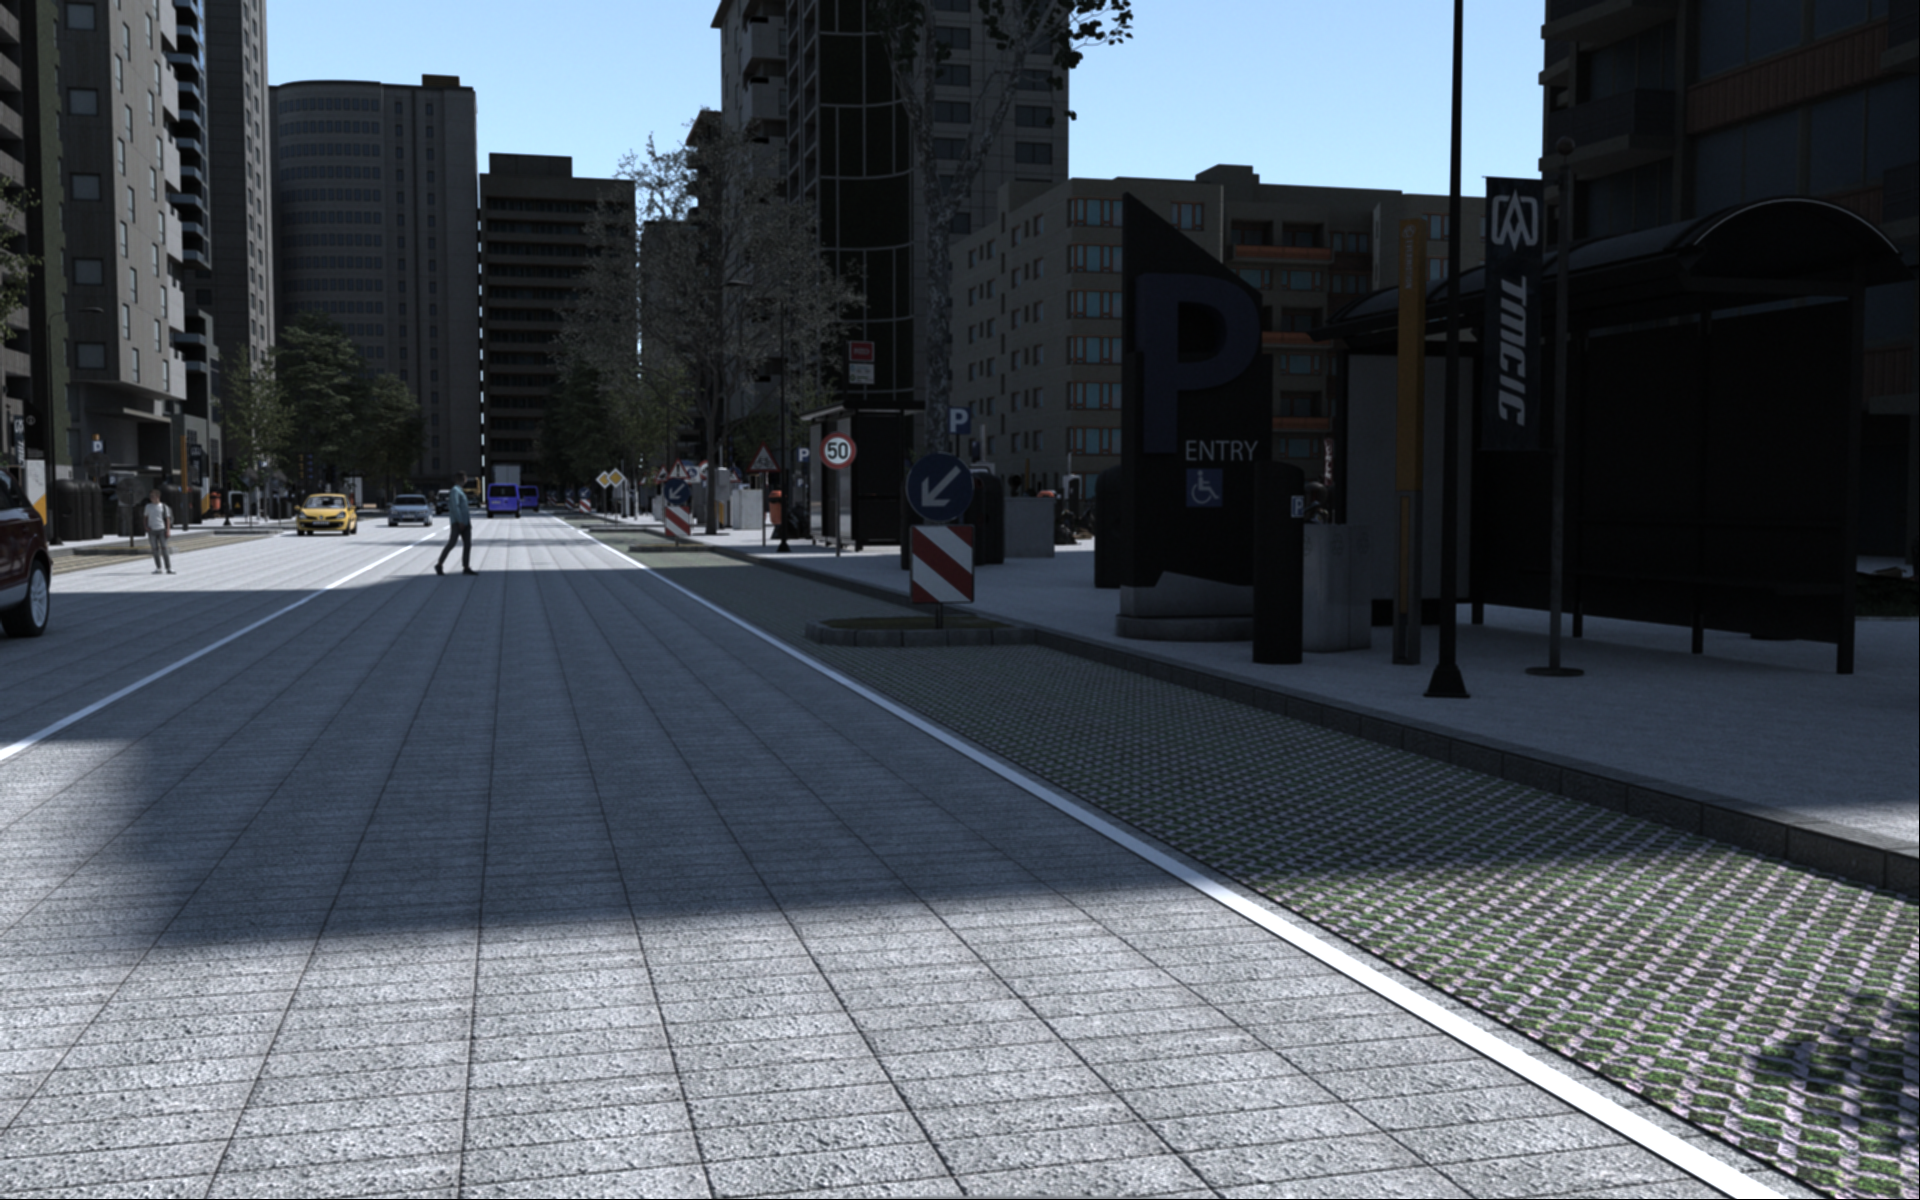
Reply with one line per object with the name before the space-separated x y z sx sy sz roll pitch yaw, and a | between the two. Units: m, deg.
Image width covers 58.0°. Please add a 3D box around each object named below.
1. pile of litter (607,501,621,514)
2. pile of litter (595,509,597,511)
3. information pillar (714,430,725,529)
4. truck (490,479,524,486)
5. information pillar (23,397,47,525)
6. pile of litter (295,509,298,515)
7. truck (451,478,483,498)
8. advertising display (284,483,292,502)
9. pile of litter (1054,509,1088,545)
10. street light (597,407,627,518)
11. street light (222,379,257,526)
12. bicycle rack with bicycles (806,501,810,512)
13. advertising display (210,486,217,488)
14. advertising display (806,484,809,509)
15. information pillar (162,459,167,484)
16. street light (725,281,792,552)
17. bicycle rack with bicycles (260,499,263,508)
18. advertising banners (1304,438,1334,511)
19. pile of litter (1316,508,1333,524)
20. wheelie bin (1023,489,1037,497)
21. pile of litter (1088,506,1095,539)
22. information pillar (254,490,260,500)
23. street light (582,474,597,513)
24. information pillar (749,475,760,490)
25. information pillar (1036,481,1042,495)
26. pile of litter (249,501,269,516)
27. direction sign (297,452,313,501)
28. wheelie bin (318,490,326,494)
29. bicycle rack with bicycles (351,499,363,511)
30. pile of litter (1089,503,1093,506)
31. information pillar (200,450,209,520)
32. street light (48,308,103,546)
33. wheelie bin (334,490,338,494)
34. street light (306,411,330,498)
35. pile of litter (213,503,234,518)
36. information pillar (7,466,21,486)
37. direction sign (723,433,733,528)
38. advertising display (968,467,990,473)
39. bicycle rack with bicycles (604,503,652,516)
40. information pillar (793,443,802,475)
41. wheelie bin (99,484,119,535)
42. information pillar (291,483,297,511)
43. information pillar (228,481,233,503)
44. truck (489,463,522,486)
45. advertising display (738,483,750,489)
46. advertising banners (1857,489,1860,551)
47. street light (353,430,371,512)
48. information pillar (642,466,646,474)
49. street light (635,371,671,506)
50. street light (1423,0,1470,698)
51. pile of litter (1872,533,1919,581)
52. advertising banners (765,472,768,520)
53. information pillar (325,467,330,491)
pile of litter | -22.179 -6.035 112.634 1.719 0.858 1.176 1 4 21
pile of litter | -27.355 -7.258 132.626 1.176 0.858 1.719 2 4 33
information pillar | -8.820 -4.374 62.868 0.504 3.616 0.183 0 4 -3
truck | -47.005 -11.218 179.335 3.469 3.379 9.791 -1 4 -13
information pillar | -22.382 -3.090 41.881 0.183 3.616 0.504 2 4 26
pile of litter | -42.027 -5.725 107.563 1.719 0.858 1.176 1 4 20
truck | -57.967 -12.737 204.166 3.469 3.379 9.791 -1 4 -14
advertising display | -38.453 -5.698 98.377 0.974 1.923 0.123 0 4 0
pile of litter | 2.193 -1.839 44.040 1.719 0.858 1.176 2 4 23
street light | -18.488 -7.330 92.392 1.470 5.913 1.316 -1 4 -14
street light | -29.079 -5.957 69.933 1.470 5.913 1.316 -1 4 -14
bicycle rack with bicycles | -7.246 -5.012 95.329 2.852 0.926 2.925 -3 5 -43
advertising display | -58.912 -8.049 136.817 0.123 1.923 0.974 0 4 2
advertising display | -10.110 -6.439 110.497 0.974 1.923 0.123 1 4 14
information pillar | -53.349 -7.633 116.160 0.504 3.616 0.183 3 5 44
street light | -4.427 -4.006 38.039 1.470 5.913 1.316 -1 4 -14
bicycle rack with bicycles | -47.863 -6.626 121.713 2.852 0.926 2.925 0 4 -3
advertising banners | 11.665 -3.719 56.988 0.090 3.025 2.074 -1 4 -23
pile of litter | 10.854 -2.349 52.374 1.719 0.858 1.176 1 4 17
wheelie bin | 4.002 -5.568 98.947 0.693 1.594 0.980 3 5 43
pile of litter | 3.334 -2.176 49.544 1.176 0.858 1.719 2 4 33
information pillar | -54.540 -7.941 134.332 0.304 2.012 0.304 0 4 3
street light | -25.450 -8.966 119.142 1.470 5.913 1.316 -1 4 -14
information pillar | -7.751 -3.727 65.421 0.304 2.012 0.304 1 4 19
information pillar | 4.565 -5.832 99.849 0.304 2.012 0.304 0 4 -8
pile of litter | -41.362 -5.390 102.087 1.176 0.858 1.719 0 4 -4
direction sign | -35.687 -6.267 94.465 0.379 3.537 0.876 3 5 39
wheelie bin | -49.986 -7.810 135.598 0.980 1.594 0.693 0 4 3
bicycle rack with bicycles | -46.920 -7.240 131.760 2.852 0.926 2.925 1 4 10
pile of litter | 6.046 -4.073 80.566 1.719 0.858 1.176 0 4 -6
information pillar | -37.614 -5.799 86.168 0.504 3.616 0.183 1 4 18
street light | -22.086 -4.326 43.265 1.470 5.913 1.316 -1 4 -14
wheelie bin | -43.772 -6.992 122.233 0.693 1.594 0.980 2 4 34
street light | -36.061 -7.626 97.227 1.470 5.913 1.316 -1 4 -14
pile of litter | -39.829 -4.856 93.357 1.176 0.858 1.719 1 4 18
information pillar | -24.688 -2.492 45.243 0.304 2.012 0.304 -2 4 -29
direction sign | -8.706 -4.471 65.096 0.379 3.537 0.876 -2 4 -30
advertising display | 0.214 -2.172 40.731 0.974 1.923 0.123 0 4 -2
bicycle rack with bicycles | -19.776 -5.533 103.844 2.925 0.926 2.852 0 4 -6
information pillar | -7.419 -5.376 79.247 0.183 3.616 0.504 3 4 36
wheelie bin | -26.841 -2.851 54.529 0.980 1.594 0.693 -2 4 -34
information pillar | -46.032 -7.049 119.747 0.304 2.012 0.304 -1 4 -16
information pillar | -40.755 -5.641 96.727 0.304 2.012 0.304 -1 4 -16
truck | -42.470 -10.588 162.030 2.839 4.237 11.283 -1 4 -16
advertising display | -12.557 -5.903 101.721 0.974 1.923 0.123 0 4 7
advertising banners | 12.393 -1.809 25.768 0.090 3.025 2.074 -2 4 -30
street light | -43.103 -9.307 124.716 1.470 5.913 1.316 -1 4 -14
information pillar | -26.331 -9.347 144.183 0.183 3.616 0.504 2 4 27
street light | -11.579 -5.689 65.557 1.470 5.913 1.316 -1 4 -14
street light | 2.575 -2.336 10.728 1.470 5.913 1.316 -1 4 -14
pile of litter | 12.589 -0.548 22.933 1.719 0.858 1.176 0 4 -5
advertising banners | -9.739 -5.504 86.172 0.090 3.025 2.074 0 4 5
information pillar | -51.397 -9.129 140.617 0.504 3.616 0.183 1 4 14
